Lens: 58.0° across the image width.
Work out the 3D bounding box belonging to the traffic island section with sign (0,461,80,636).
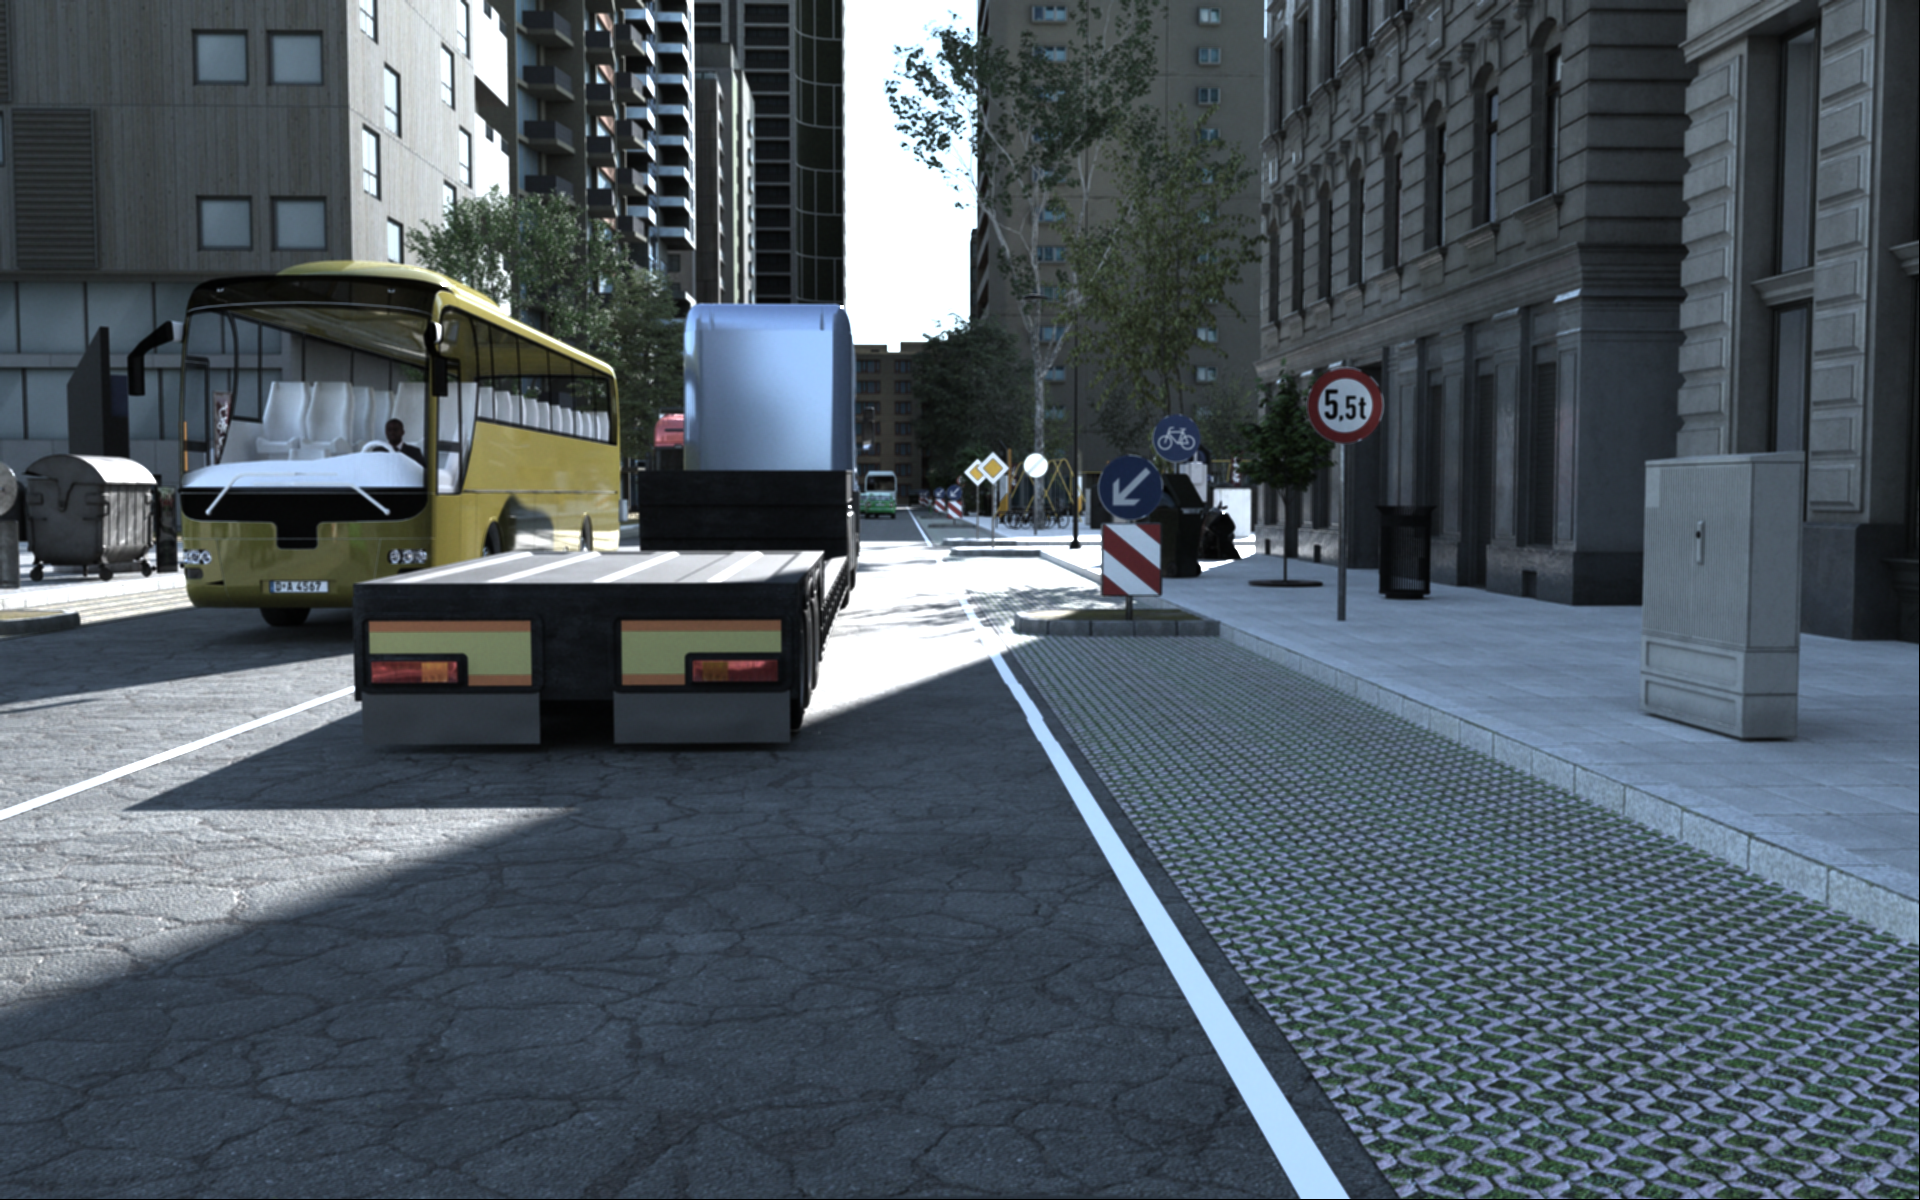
[{"bbox_3d":[-10.431,-0.578,18.078,1.989,1.847,2.006,0,4,-2],"label":"traffic island section with sign"}]

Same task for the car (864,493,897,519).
[{"bbox_3d":[-4.674,-5.670,101.494,1.959,1.807,4.718,0,4,-3],"label":"car"}]

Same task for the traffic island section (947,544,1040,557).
[{"bbox_3d":[0.797,-1.133,40.800,2.009,0.180,2.903,0,4,-2],"label":"traffic island section"}]

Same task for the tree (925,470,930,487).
[{"bbox_3d":[-1.121,-11.021,163.902,4.285,4.588,4.351,0,3,0],"label":"tree"}]

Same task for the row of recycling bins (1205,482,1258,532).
[{"bbox_3d":[10.351,-3.188,59.243,3.534,1.692,1.069,-1,4,-10],"label":"row of recycling bins"}]

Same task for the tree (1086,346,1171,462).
[{"bbox_3d":[8.021,-8.188,84.241,4.360,8.622,3.978,0,3,0],"label":"tree"}]

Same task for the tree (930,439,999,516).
[{"bbox_3d":[1.102,-7.332,103.590,4.285,4.588,4.351,0,3,0],"label":"tree"}]

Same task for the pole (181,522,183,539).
[{"bbox_3d":[-21.833,-3.358,48.740,0.158,3.312,0.155,0,3,0],"label":"pole"}]

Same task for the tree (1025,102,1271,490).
[{"bbox_3d":[3.634,-4.986,31.884,4.737,8.622,4.395,0,3,0],"label":"tree"}]

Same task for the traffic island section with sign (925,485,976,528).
[{"bbox_3d":[-0.360,-3.985,73.785,1.989,1.847,2.006,0,4,-2],"label":"traffic island section with sign"}]

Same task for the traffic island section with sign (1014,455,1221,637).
[{"bbox_3d":[1.590,-0.589,18.250,1.989,1.847,2.006,0,4,-2],"label":"traffic island section with sign"}]

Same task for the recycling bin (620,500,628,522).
[{"bbox_3d":[-15.816,-4.134,80.147,0.722,1.027,0.722,0,4,4],"label":"recycling bin"}]

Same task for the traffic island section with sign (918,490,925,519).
[{"bbox_3d":[-1.300,-5.633,100.724,1.989,1.847,2.006,0,4,-2],"label":"traffic island section with sign"}]

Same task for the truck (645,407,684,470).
[{"bbox_3d":[-8.613,-4.233,58.128,2.839,4.237,11.283,0,4,-4],"label":"truck"}]

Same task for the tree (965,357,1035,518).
[{"bbox_3d":[2.123,-8.766,93.684,4.360,8.622,3.978,0,3,0],"label":"tree"}]

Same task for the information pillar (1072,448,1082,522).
[{"bbox_3d":[5.479,-5.470,80.791,0.504,3.616,0.183,-3,5,-39],"label":"information pillar"}]

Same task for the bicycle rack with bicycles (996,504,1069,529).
[{"bbox_3d":[2.722,-3.133,64.612,2.925,0.926,2.852,-1,4,-22],"label":"bicycle rack with bicycles"}]

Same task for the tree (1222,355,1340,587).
[{"bbox_3d":[4.561,-1.823,24.402,1.663,3.219,1.824,0,3,0],"label":"tree"}]

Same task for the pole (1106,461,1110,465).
[{"bbox_3d":[9.032,-6.852,105.873,0.158,3.312,0.155,0,3,0],"label":"pole"}]

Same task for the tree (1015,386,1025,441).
[{"bbox_3d":[5.267,-9.669,108.447,4.737,8.622,4.395,0,3,0],"label":"tree"}]

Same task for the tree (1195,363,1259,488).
[{"bbox_3d":[15.285,-9.045,98.240,4.360,8.622,3.978,0,3,0],"label":"tree"}]

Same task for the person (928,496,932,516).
[{"bbox_3d":[-1.911,-5.985,110.595,0.306,1.304,0.590,1,4,15],"label":"person"}]

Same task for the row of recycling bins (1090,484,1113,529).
[{"bbox_3d":[5.984,-3.525,64.742,1.069,1.692,3.534,3,4,37],"label":"row of recycling bins"}]

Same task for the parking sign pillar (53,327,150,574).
[{"bbox_3d":[-14.179,-2.449,28.512,1.447,3.967,1.447,3,5,40],"label":"parking sign pillar"}]

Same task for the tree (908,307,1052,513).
[{"bbox_3d":[1.137,-12.947,118.346,9.857,13.997,8.962,0,3,0],"label":"tree"}]

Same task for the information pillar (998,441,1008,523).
[{"bbox_3d":[1.911,-5.180,76.044,0.183,3.616,0.504,-3,5,-41],"label":"information pillar"}]

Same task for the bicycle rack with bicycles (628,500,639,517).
[{"bbox_3d":[-17.252,-5.140,97.422,2.925,0.926,2.852,3,5,44],"label":"bicycle rack with bicycles"}]

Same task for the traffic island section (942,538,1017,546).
[{"bbox_3d":[0.517,-1.621,48.780,2.009,0.180,2.903,0,4,-2],"label":"traffic island section"}]

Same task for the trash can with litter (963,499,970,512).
[{"bbox_3d":[0.705,-6.892,124.066,1.055,1.170,0.624,0,4,3],"label":"trash can with litter"}]

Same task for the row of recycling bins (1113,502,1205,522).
[{"bbox_3d":[7.428,-3.354,61.944,3.534,1.692,1.069,0,4,-7],"label":"row of recycling bins"}]

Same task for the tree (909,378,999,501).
[{"bbox_3d":[0.127,-11.884,128.709,8.767,10.594,7.601,0,4,8],"label":"tree"}]

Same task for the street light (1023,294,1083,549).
[{"bbox_3d":[2.171,-4.154,40.464,1.470,5.913,1.316,0,4,-2],"label":"street light"}]

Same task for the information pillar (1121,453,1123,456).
[{"bbox_3d":[9.304,-6.642,99.949,0.183,3.616,0.504,-1,4,-21],"label":"information pillar"}]

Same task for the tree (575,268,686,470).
[{"bbox_3d":[-16.086,-10.357,87.469,7.486,12.596,7.792,0,3,0],"label":"tree"}]

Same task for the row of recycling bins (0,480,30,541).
[{"bbox_3d":[-24.610,-2.465,47.422,3.534,1.692,1.069,0,4,-3],"label":"row of recycling bins"}]

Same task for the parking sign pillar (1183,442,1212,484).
[{"bbox_3d":[10.316,-5.315,75.378,1.447,3.967,1.447,-3,5,-41],"label":"parking sign pillar"}]

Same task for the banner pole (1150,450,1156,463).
[{"bbox_3d":[11.613,-6.948,103.619,0.401,3.779,0.863,2,4,24],"label":"banner pole"}]

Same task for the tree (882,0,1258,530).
[{"bbox_3d":[4.136,-12.563,61.292,12.611,20.169,13.585,0,3,0],"label":"tree"}]

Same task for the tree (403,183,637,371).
[{"bbox_3d":[-14.748,-8.022,56.915,9.928,11.665,9.643,0,3,0],"label":"tree"}]

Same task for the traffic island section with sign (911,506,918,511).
[{"bbox_3d":[-3.092,-8.743,151.574,1.989,1.847,2.006,0,4,-2],"label":"traffic island section with sign"}]

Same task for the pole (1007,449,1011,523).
[{"bbox_3d":[2.208,-5.133,77.760,0.158,3.312,0.155,0,3,0],"label":"pole"}]

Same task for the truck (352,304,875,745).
[{"bbox_3d":[-2.485,-1.774,18.766,2.967,4.110,18.799,0,4,-2],"label":"truck"}]
